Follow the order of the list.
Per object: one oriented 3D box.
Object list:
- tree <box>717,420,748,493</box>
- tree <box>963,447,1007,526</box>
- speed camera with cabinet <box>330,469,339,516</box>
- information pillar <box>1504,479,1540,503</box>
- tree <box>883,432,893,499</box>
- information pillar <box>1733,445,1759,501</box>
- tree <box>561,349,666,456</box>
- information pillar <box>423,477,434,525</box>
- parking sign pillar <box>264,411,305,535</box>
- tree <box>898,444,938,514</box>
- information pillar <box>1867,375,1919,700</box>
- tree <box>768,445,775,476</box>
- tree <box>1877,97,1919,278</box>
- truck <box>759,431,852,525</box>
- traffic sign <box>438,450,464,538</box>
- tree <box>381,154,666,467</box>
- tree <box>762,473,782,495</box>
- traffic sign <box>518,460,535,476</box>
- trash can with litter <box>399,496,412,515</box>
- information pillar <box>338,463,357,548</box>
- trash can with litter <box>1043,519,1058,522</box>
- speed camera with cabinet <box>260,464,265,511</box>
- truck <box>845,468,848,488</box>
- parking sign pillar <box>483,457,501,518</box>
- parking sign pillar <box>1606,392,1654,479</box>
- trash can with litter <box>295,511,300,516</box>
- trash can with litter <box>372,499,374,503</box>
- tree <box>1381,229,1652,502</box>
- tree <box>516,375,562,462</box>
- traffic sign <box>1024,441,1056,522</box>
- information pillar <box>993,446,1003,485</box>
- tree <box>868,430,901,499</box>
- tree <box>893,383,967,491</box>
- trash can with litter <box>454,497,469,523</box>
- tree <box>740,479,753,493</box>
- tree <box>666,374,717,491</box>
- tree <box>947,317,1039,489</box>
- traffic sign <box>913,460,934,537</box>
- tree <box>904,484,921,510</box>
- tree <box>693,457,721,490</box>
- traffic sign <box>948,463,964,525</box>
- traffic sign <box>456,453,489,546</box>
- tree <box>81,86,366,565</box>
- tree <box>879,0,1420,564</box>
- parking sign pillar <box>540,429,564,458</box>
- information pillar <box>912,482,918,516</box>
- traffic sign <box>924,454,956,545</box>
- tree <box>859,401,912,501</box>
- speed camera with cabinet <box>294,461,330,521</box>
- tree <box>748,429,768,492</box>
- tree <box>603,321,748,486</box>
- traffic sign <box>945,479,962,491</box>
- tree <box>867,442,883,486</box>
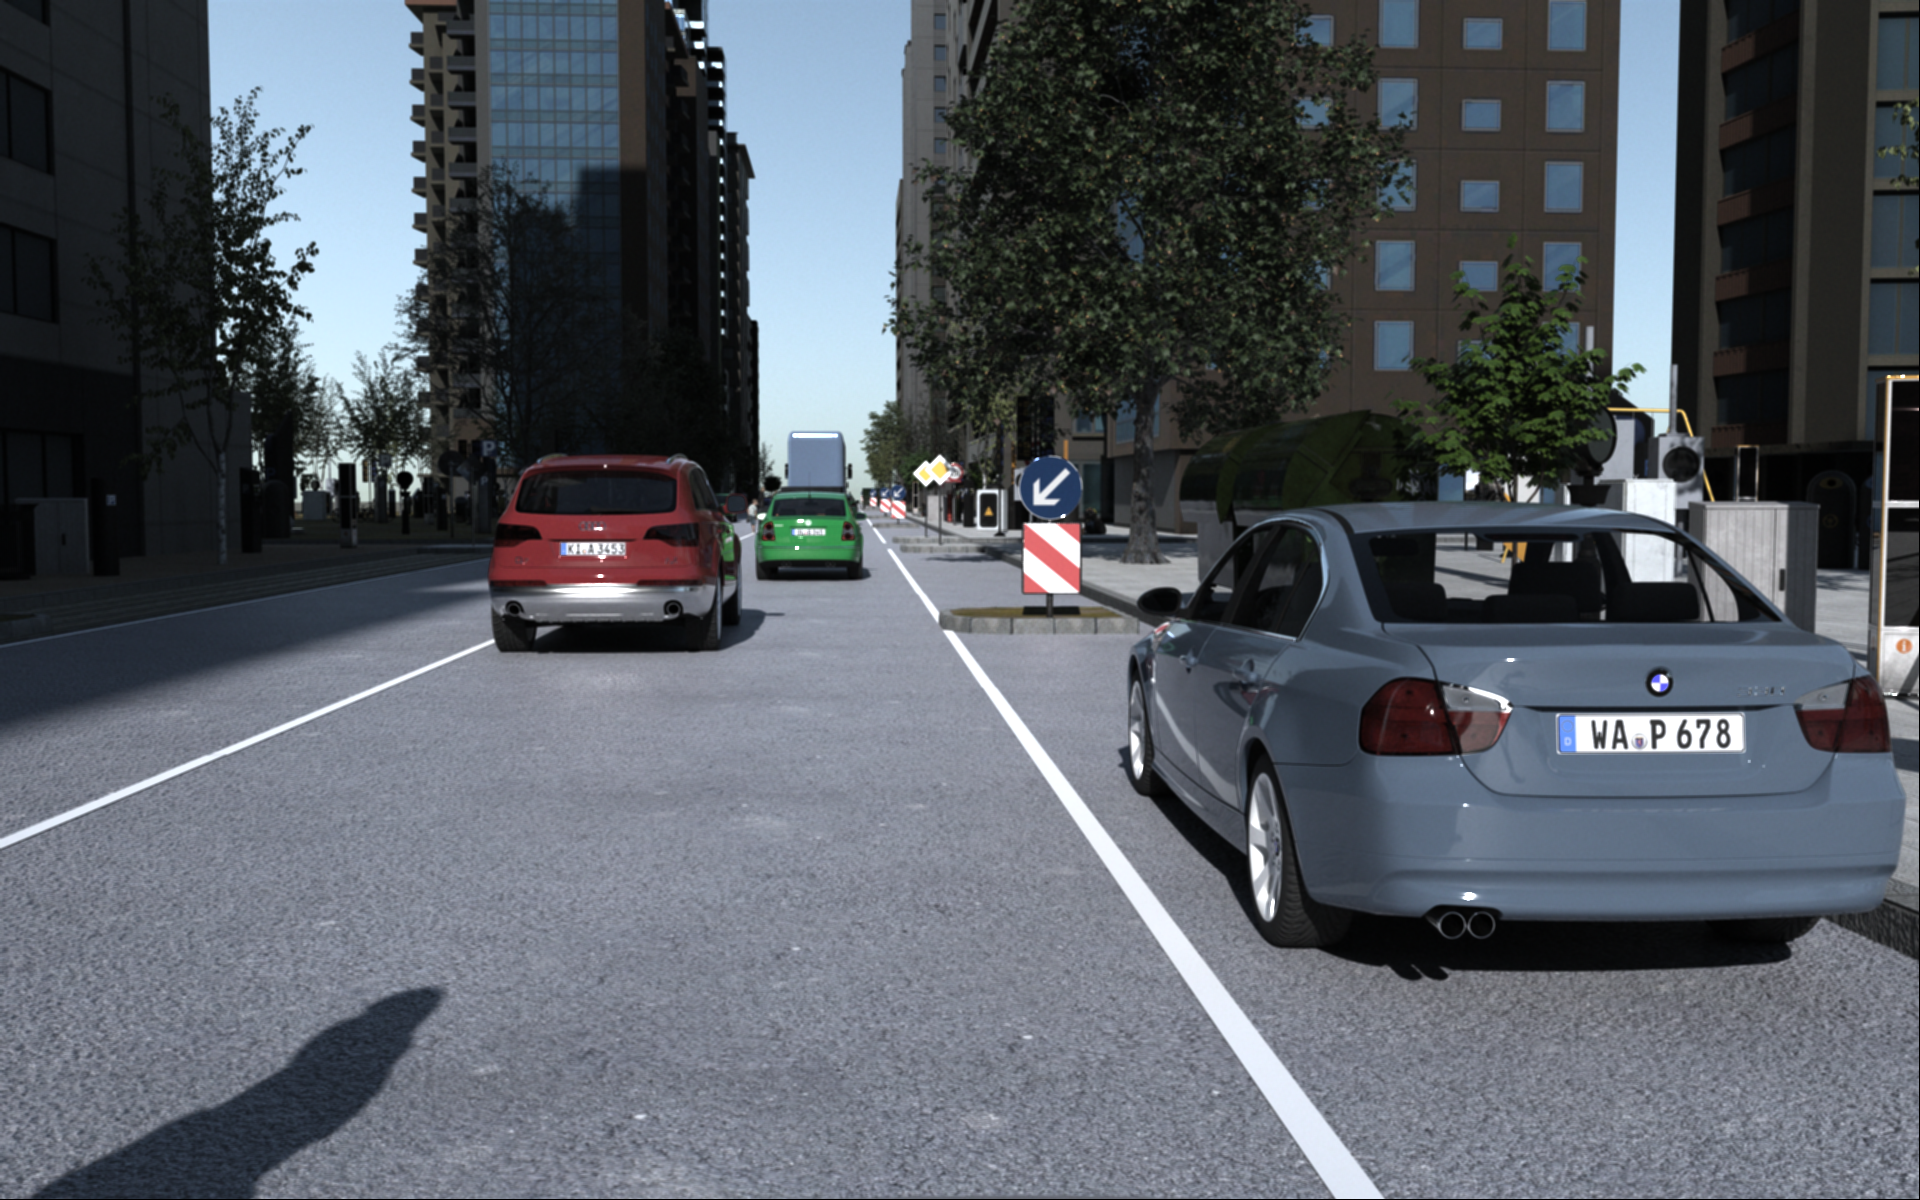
[{"bbox_3d":[-21.936,-12.620,156.698,4.360,8.622,3.978,0,3,0],"label":"tree"},{"bbox_3d":[1.072,-4.607,69.919,1.663,3.219,1.824,0,3,0],"label":"tree"},{"bbox_3d":[-37.510,-6.625,102.657,0.660,3.252,2.038,0,4,8],"label":"speed camera with cabinet"},{"bbox_3d":[7.912,-2.016,24.309,0.504,3.616,0.183,2,4,31],"label":"information pillar"},{"bbox_3d":[-3.390,-11.276,134.730,4.360,8.622,3.978,0,3,0],"label":"tree"},{"bbox_3d":[11.884,-1.329,26.220,0.304,2.012,0.304,1,4,16],"label":"information pillar"},{"bbox_3d":[-16.940,-8.235,85.006,4.360,8.622,3.978,0,3,0],"label":"tree"},{"bbox_3d":[-22.345,-4.180,72.842,0.304,2.012,0.304,2,4,30],"label":"information pillar"},{"bbox_3d":[-21.738,-4.087,55.295,1.447,3.967,1.447,0,4,1],"label":"parking sign pillar"},{"bbox_3d":[-2.435,-8.008,114.649,4.285,4.588,4.351,0,3,0],"label":"tree"},{"bbox_3d":[5.919,-0.391,10.881,0.304,2.012,0.304,1,4,16],"label":"information pillar"},{"bbox_3d":[-27.607,-17.674,239.334,4.360,8.622,3.978,0,3,0],"label":"tree"},{"bbox_3d":[12.066,-4.191,18.887,4.737,8.622,4.395,0,3,0],"label":"tree"},{"bbox_3d":[-5.989,-4.815,68.485,2.967,4.110,18.799,0,4,-2],"label":"truck"},{"bbox_3d":[-14.755,-3.067,50.259,0.768,2.556,0.104,0,4,-1],"label":"traffic sign"},{"bbox_3d":[-16.158,-9.380,63.739,12.009,13.543,11.850,0,3,0],"label":"tree"},{"bbox_3d":[-28.813,-17.212,265.135,4.285,4.588,4.351,0,3,0],"label":"tree"},{"bbox_3d":[-12.533,-2.878,50.701,0.795,2.450,0.064,0,4,-4],"label":"traffic sign"},{"bbox_3d":[-34.351,-5.874,107.425,0.624,1.170,1.055,1,4,11],"label":"trash can with litter"},{"bbox_3d":[-14.548,-2.243,41.166,0.304,2.012,0.304,0,4,5],"label":"information pillar"},{"bbox_3d":[3.230,-2.807,57.279,1.055,1.170,0.624,0,4,6],"label":"trash can with litter"},{"bbox_3d":[-44.186,-7.077,110.039,0.660,3.252,2.038,0,4,4],"label":"speed camera with cabinet"},{"bbox_3d":[-13.269,-11.800,181.849,2.839,4.237,11.283,0,4,-2],"label":"truck"},{"bbox_3d":[-25.609,-6.475,94.339,1.447,3.967,1.447,0,4,-1],"label":"parking sign pillar"},{"bbox_3d":[16.399,-3.319,42.731,1.447,3.967,1.447,-3,4,-37],"label":"parking sign pillar"},{"bbox_3d":[-38.665,-5.416,99.945,1.055,1.170,0.624,-1,4,-11],"label":"trash can with litter"},{"bbox_3d":[-33.442,-5.395,99.593,0.624,1.170,1.055,-1,4,-15],"label":"trash can with litter"},{"bbox_3d":[4.088,-1.114,12.818,1.663,3.219,1.824,0,3,0],"label":"tree"},{"bbox_3d":[-21.447,-8.776,93.852,4.360,8.622,3.978,0,3,0],"label":"tree"},{"bbox_3d":[1.887,-2.515,41.226,0.768,2.556,0.104,0,4,-3],"label":"traffic sign"},{"bbox_3d":[1.586,-4.922,71.835,0.504,3.616,0.183,3,5,42],"label":"information pillar"},{"bbox_3d":[-8.417,-15.140,197.900,4.737,8.622,4.395,0,3,0],"label":"tree"},{"bbox_3d":[-1.053,-9.555,106.583,4.360,8.622,3.978,0,3,0],"label":"tree"},{"bbox_3d":[-22.470,-4.080,78.097,0.624,1.170,1.055,-1,4,-14],"label":"trash can with litter"},{"bbox_3d":[-24.935,-12.571,200.134,1.663,3.219,1.824,0,3,0],"label":"tree"},{"bbox_3d":[-17.875,-9.437,104.654,4.360,8.622,3.978,0,3,0],"label":"tree"},{"bbox_3d":[1.124,-6.932,63.708,4.737,8.622,4.395,0,3,0],"label":"tree"},{"bbox_3d":[-1.011,-2.922,51.414,0.795,2.450,0.064,0,4,-4],"label":"traffic sign"},{"bbox_3d":[-3.778,-9.011,141.929,1.663,3.219,1.824,0,3,0],"label":"tree"},{"bbox_3d":[-21.108,-9.688,142.115,4.285,4.588,4.351,0,3,0],"label":"tree"},{"bbox_3d":[-0.227,-4.356,71.327,0.768,2.556,0.104,0,4,0],"label":"traffic sign"},{"bbox_3d":[-12.024,-2.391,42.732,0.795,2.450,0.064,0,4,-4],"label":"traffic sign"},{"bbox_3d":[-13.595,-4.963,31.500,4.737,8.622,4.395,0,3,0],"label":"tree"},{"bbox_3d":[3.412,-7.014,31.688,9.611,12.733,9.660,0,3,0],"label":"tree"},{"bbox_3d":[-17.101,-5.146,72.617,1.447,3.967,1.447,-3,5,-42],"label":"parking sign pillar"},{"bbox_3d":[-2.649,-6.001,102.601,0.304,2.012,0.304,-1,4,-13],"label":"information pillar"},{"bbox_3d":[-0.502,-2.434,43.445,0.795,2.450,0.064,0,4,-4],"label":"traffic sign"},{"bbox_3d":[-8.339,-17.837,209.758,7.486,12.596,7.792,0,3,0],"label":"tree"},{"bbox_3d":[-31.660,-5.451,83.455,2.038,3.252,0.660,0,4,-6],"label":"speed camera with cabinet"},{"bbox_3d":[-23.011,-14.114,181.122,4.360,8.622,3.978,0,3,0],"label":"tree"},{"bbox_3d":[-18.826,-12.083,114.563,9.611,12.733,9.660,0,3,0],"label":"tree"},{"bbox_3d":[-0.359,-4.843,79.189,0.884,2.594,0.081,0,4,1],"label":"traffic sign"},{"bbox_3d":[-10.145,-16.969,227.808,4.360,8.622,3.978,0,3,0],"label":"tree"}]
